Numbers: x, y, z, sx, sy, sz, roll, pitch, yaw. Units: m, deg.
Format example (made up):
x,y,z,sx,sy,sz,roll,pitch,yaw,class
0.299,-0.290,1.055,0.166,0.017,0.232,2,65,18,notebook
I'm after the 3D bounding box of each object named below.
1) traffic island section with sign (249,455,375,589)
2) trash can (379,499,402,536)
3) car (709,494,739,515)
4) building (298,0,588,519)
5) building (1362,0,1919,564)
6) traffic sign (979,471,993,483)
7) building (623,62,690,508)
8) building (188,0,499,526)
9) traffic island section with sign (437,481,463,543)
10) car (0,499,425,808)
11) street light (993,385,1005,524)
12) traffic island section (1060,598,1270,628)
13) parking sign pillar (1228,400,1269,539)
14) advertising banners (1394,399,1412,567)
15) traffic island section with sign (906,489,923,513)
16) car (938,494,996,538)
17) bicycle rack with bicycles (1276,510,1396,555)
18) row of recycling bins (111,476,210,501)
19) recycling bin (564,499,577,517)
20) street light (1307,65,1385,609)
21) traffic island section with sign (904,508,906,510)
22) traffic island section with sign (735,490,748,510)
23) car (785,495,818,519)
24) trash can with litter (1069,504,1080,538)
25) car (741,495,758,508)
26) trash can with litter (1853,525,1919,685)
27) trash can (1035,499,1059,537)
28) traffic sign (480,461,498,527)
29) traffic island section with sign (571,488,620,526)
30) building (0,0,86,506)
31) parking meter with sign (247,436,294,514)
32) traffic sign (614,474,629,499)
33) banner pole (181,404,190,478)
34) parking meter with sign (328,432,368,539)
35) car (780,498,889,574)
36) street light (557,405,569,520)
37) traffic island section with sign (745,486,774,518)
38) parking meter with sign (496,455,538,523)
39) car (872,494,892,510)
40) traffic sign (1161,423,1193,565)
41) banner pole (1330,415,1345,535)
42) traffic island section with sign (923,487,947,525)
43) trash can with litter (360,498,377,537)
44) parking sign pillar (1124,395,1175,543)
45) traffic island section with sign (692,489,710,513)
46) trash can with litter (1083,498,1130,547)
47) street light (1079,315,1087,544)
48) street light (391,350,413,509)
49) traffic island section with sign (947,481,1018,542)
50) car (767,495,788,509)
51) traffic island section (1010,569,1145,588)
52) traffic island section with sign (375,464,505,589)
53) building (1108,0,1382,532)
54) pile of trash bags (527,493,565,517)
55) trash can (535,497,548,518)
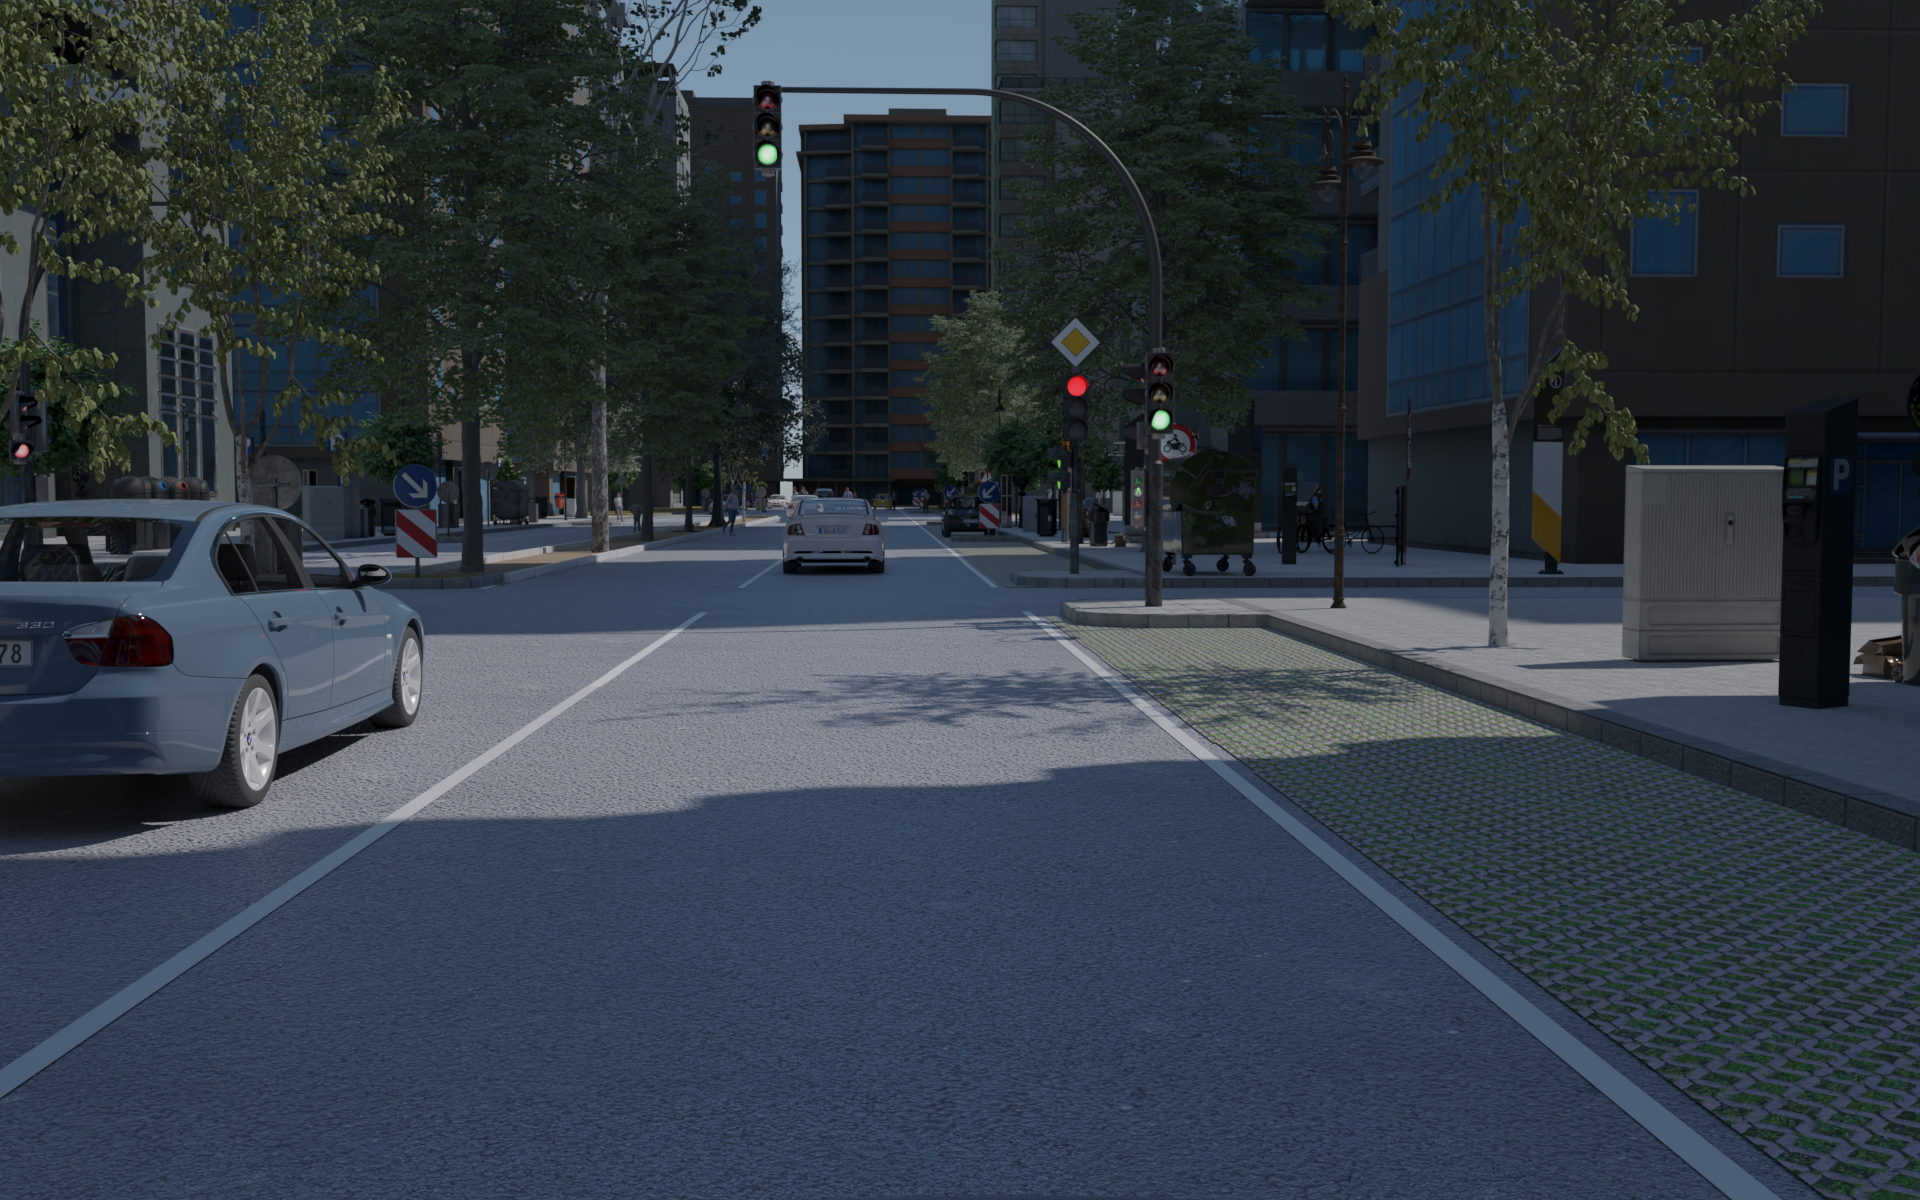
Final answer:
x,y,z,sx,sy,sz,roll,pitch,yaw,class
-7.969,-0.700,19.585,2.006,1.907,1.989,0,4,-3,traffic island section with sign
-17.419,-2.531,53.040,0.748,1.137,0.748,0,3,0,trash can
-16.349,-6.616,120.173,2.014,1.417,4.499,0,4,-1,car
-31.254,-28.008,108.038,14.600,45.320,14.200,0,4,-3,building
17.668,-23.672,37.142,14.200,45.320,14.600,0,4,-3,building
1.352,-5.201,85.040,0.884,2.594,0.081,0,4,6,traffic sign
-33.266,-29.555,166.820,14.086,41.232,14.154,0,4,-3,building
-28.125,-25.913,73.788,14.600,45.320,14.200,0,4,-3,building
-15.332,-2.630,51.635,1.989,1.847,2.006,0,4,-3,traffic island section with sign
-4.155,0.175,9.143,2.014,1.417,4.499,0,4,-3,car
1.680,-6.178,73.801,0.468,5.910,1.993,0,4,-3,street light
2.226,0.151,19.815,2.009,0.180,2.903,0,4,-3,traffic island section
8.266,-3.782,50.310,1.447,3.967,1.447,-1,4,-20,parking sign pillar
8.035,-2.150,31.336,0.090,3.025,2.074,1,4,21,advertising banners
-2.842,-7.404,129.681,1.989,1.847,2.006,0,4,-3,traffic island section with sign
0.264,-2.959,58.163,2.009,1.686,4.222,0,4,-2,car
7.945,-1.467,37.365,2.925,0.926,2.852,-2,4,-33,bicycle rack with bicycles
-18.790,-2.054,40.700,1.069,1.692,3.534,0,4,3,row of recycling bins
-21.628,-5.150,96.755,0.722,1.027,0.722,2,4,24,recycling bin
4.256,-2.845,19.299,0.468,5.910,1.993,0,4,-3,street light
-4.089,-9.051,156.607,1.989,1.847,2.006,0,4,-3,traffic island section with sign
-20.130,-8.991,155.636,1.989,1.847,2.006,0,4,-3,traffic island section with sign
-7.907,-4.652,88.418,2.083,1.381,4.827,0,4,-4,car
3.600,-2.385,50.388,0.624,1.170,1.055,3,5,44,trash can with litter
-21.189,-9.967,175.534,1.945,1.354,3.894,0,4,-3,car
6.508,-0.027,11.828,0.624,1.170,1.055,0,4,-5,trash can with litter
2.624,-2.480,52.199,0.748,1.137,0.748,0,3,0,trash can
-18.405,-4.123,67.525,0.768,2.556,0.104,0,4,1,traffic sign
-16.597,-4.312,79.132,1.989,1.847,2.006,0,4,-3,traffic island section with sign
-33.610,-44.589,41.702,22.319,86.520,31.000,0,4,-3,building
-21.153,-3.465,52.909,0.543,3.016,1.738,1,4,22,parking meter with sign
-19.821,-6.203,101.425,0.884,2.594,0.081,0,4,-1,traffic sign
-21.326,-3.532,47.766,0.401,3.779,0.863,-3,4,-36,banner pole
-17.530,-3.272,49.753,0.543,3.016,1.738,0,4,2,parking meter with sign
-2.374,-1.241,32.657,2.083,1.381,4.827,0,4,-4,car
-19.261,-6.830,84.450,0.468,5.910,1.993,0,4,-3,street light
-11.778,-5.744,102.043,2.006,1.907,1.989,0,4,-3,traffic island section with sign
-19.779,-4.967,77.466,1.738,3.016,0.543,0,4,2,parking meter with sign
-7.094,-9.127,159.458,2.015,1.641,3.980,0,4,-2,car
3.881,-1.911,31.344,0.768,2.556,0.104,0,4,3,traffic sign
11.800,-3.898,53.753,0.401,3.779,0.863,0,4,-6,banner pole
-0.556,-4.369,80.067,1.989,1.847,2.006,0,4,-3,traffic island section with sign
-17.848,-2.466,51.699,0.624,1.170,1.055,-3,5,-42,trash can with litter
5.032,-3.506,45.803,1.447,3.967,1.447,1,4,17,parking sign pillar
-18.897,-7.344,128.709,1.989,1.847,2.006,0,4,-3,traffic island section with sign
3.627,-1.893,42.341,1.055,1.170,0.624,0,4,1,trash can with litter
3.123,-4.384,44.461,0.468,5.910,1.993,0,4,-3,street light
-17.857,-5.066,55.612,0.468,5.910,1.993,0,4,-3,street light
0.726,-2.682,52.477,1.989,1.847,2.006,0,4,-3,traffic island section with sign
-17.802,-9.588,169.125,2.083,1.381,4.827,0,4,-3,car
1.857,-0.337,27.791,2.009,0.180,2.903,0,4,-3,traffic island section
-8.301,-1.153,26.984,2.006,1.907,1.989,0,4,-3,traffic island section with sign
18.284,-27.574,70.436,23.786,49.044,30.456,0,4,-3,building
-24.075,-5.497,99.620,1.912,1.369,3.447,2,4,31,pile of trash bags
-22.057,-4.868,91.241,0.748,1.137,0.748,0,3,0,trash can
